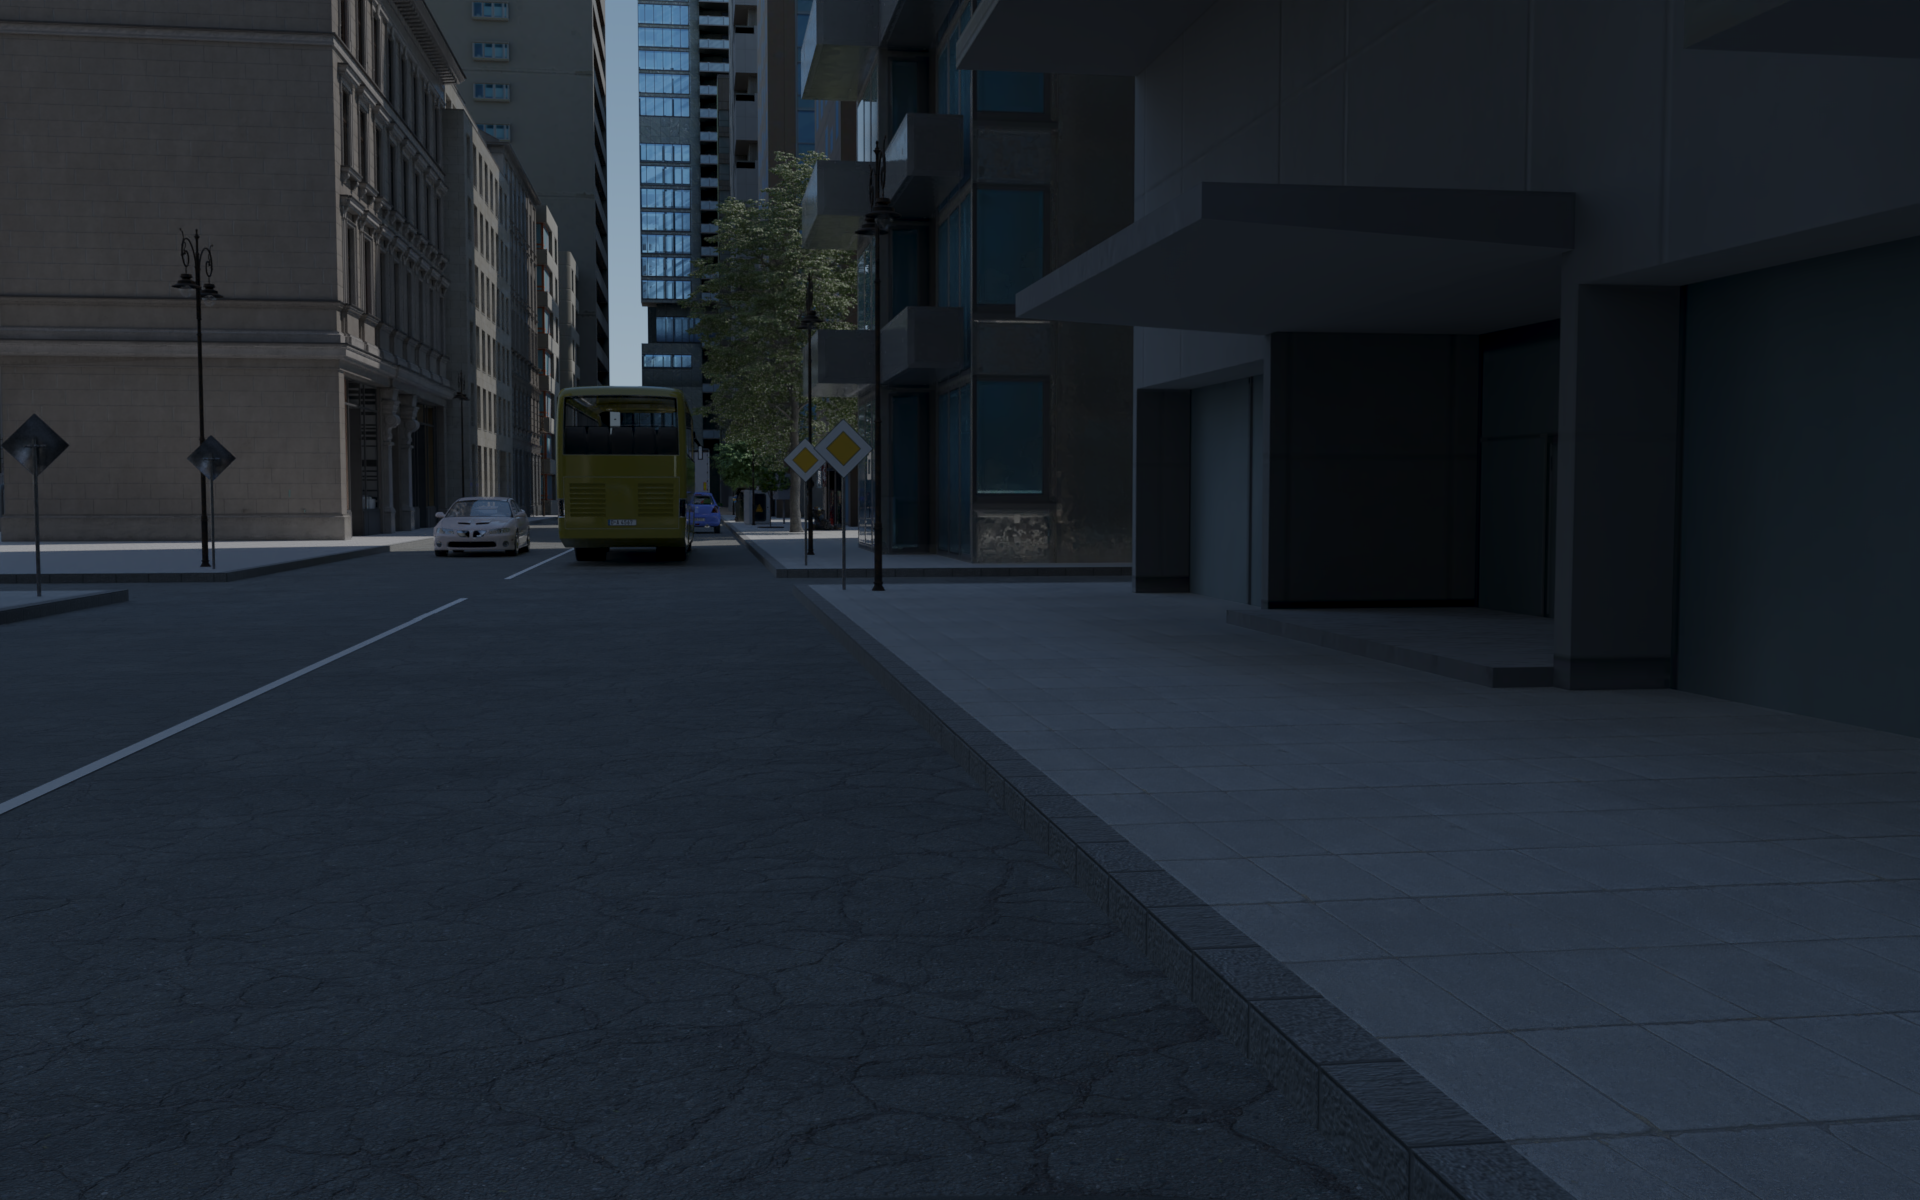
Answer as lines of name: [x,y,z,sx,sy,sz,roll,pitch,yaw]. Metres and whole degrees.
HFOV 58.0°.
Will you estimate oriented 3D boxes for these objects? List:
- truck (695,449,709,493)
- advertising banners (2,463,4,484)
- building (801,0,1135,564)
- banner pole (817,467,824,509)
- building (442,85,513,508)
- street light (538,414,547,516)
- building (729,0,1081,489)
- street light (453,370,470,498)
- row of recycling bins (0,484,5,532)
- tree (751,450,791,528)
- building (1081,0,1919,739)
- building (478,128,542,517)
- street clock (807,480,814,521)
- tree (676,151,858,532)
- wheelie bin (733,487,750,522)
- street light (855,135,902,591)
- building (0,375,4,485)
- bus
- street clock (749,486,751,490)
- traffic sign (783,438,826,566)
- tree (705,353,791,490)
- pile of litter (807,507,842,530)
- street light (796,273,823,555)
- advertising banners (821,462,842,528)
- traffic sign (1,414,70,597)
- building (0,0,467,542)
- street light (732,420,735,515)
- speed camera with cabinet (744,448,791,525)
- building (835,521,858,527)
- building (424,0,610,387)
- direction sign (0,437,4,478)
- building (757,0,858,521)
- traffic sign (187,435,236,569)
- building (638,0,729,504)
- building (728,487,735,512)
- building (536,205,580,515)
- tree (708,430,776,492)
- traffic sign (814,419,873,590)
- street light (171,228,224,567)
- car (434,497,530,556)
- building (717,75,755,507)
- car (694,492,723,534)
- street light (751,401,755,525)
truck: [-17.707,-7.543,112.248,2.839,4.237,11.283,-1,4,-11]
advertising banners: [-53.532,-6.151,96.759,0.090,3.025,2.074,-1,4,-23]
building: [11.372,-25.824,41.827,30.456,49.044,23.786,-1,4,-9]
banner pole: [-6.802,-5.795,84.762,0.401,3.779,0.863,2,4,27]
building: [-26.001,-13.547,76.249,10.420,20.320,16.860,-1,4,-9]
street light: [-23.989,-7.760,99.667,0.468,5.910,1.993,-1,4,-9]
building: [-6.604,-34.526,153.746,28.713,52.752,27.495,-1,4,-9]
street light: [-18.531,-5.611,64.520,0.468,5.910,1.993,-1,4,-9]
row of recycling bins: [-32.435,-3.197,59.385,1.069,1.692,3.534,-2,4,-33]
tree: [-7.254,-4.330,65.397,1.663,3.219,1.824,0,3,0]
building: [15.045,-25.770,10.576,28.713,52.752,27.495,-1,4,-9]
building: [-28.311,-14.952,93.610,9.793,20.994,18.267,-1,4,-9]
street clock: [-7.275,-4.829,83.524,0.471,2.002,0.358,-2,4,-24]
tree: [-5.489,-8.516,57.372,7.486,12.596,7.792,0,3,0]
wheelie bin: [-9.963,-4.402,79.874,0.980,1.594,0.693,-2,4,-35]
street light: [-1.084,-3.060,22.818,0.468,5.910,1.993,-1,4,-9]
building: [-84.994,-29.421,164.634,14.086,41.232,14.154,-1,4,-9]
bus: [-7.474,-2.967,40.054,2.896,3.916,12.252,0,4,-8]
street clock: [-11.323,-5.378,92.508,0.358,2.002,0.471,-2,4,-28]
traffic sign: [-2.768,-1.676,31.043,0.795,2.450,0.064,-1,4,-9]
tree: [-10.709,-8.498,89.312,4.360,8.622,3.978,0,3,0]
pile of litter: [-4.855,-2.913,61.585,1.176,0.858,1.719,-2,4,-33]
street light: [-3.146,-3.886,36.323,0.468,5.910,1.993,-1,4,-9]
advertising banners: [-4.778,-4.190,64.692,0.090,3.025,2.074,-2,4,-27]
traffic sign: [-11.538,-1.101,21.644,0.795,2.450,0.064,-1,4,-9]
building: [-21.583,-12.049,47.907,10.553,20.767,40.483,-1,4,-9]
street light: [-13.744,-8.086,104.997,0.468,5.910,1.993,-1,4,-9]
speed camera with cabinet: [-8.149,-4.847,73.584,2.038,3.252,0.660,-2,4,-33]
building: [1.181,-25.917,73.851,14.600,45.320,14.200,-1,4,-9]
building: [-39.978,-31.625,140.777,21.300,48.544,21.600,-1,4,-9]
direction sign: [-35.846,-4.464,64.980,0.876,3.537,0.379,-2,4,-26]
building: [-4.359,-27.459,99.067,14.600,45.320,14.200,-1,4,-9]
traffic sign: [-12.749,-1.584,29.537,0.795,2.450,0.064,-1,4,-9]
building: [-24.733,-54.160,198.190,31.000,86.520,22.319,-1,4,-9]
building: [-1.015,-26.727,128.875,32.217,40.220,23.993,-1,4,-9]
building: [-40.538,-16.574,116.020,27.650,21.520,28.899,-1,4,-9]
tree: [-10.591,-6.162,84.464,4.285,4.588,4.351,0,3,0]
traffic sign: [-1.557,-1.193,23.150,0.795,2.450,0.064,-1,4,-9]
street light: [-13.311,-3.522,30.376,0.468,5.910,1.993,-1,4,-9]
car: [-11.367,-1.774,41.368,2.083,1.381,4.827,-1,4,-9]
building: [-17.118,-29.963,173.483,14.154,41.232,14.086,-1,4,-9]
car: [-9.724,-3.330,64.041,1.945,1.707,3.694,-1,4,-9]
street light: [-8.463,-5.997,70.842,0.468,5.910,1.993,-1,4,-9]
